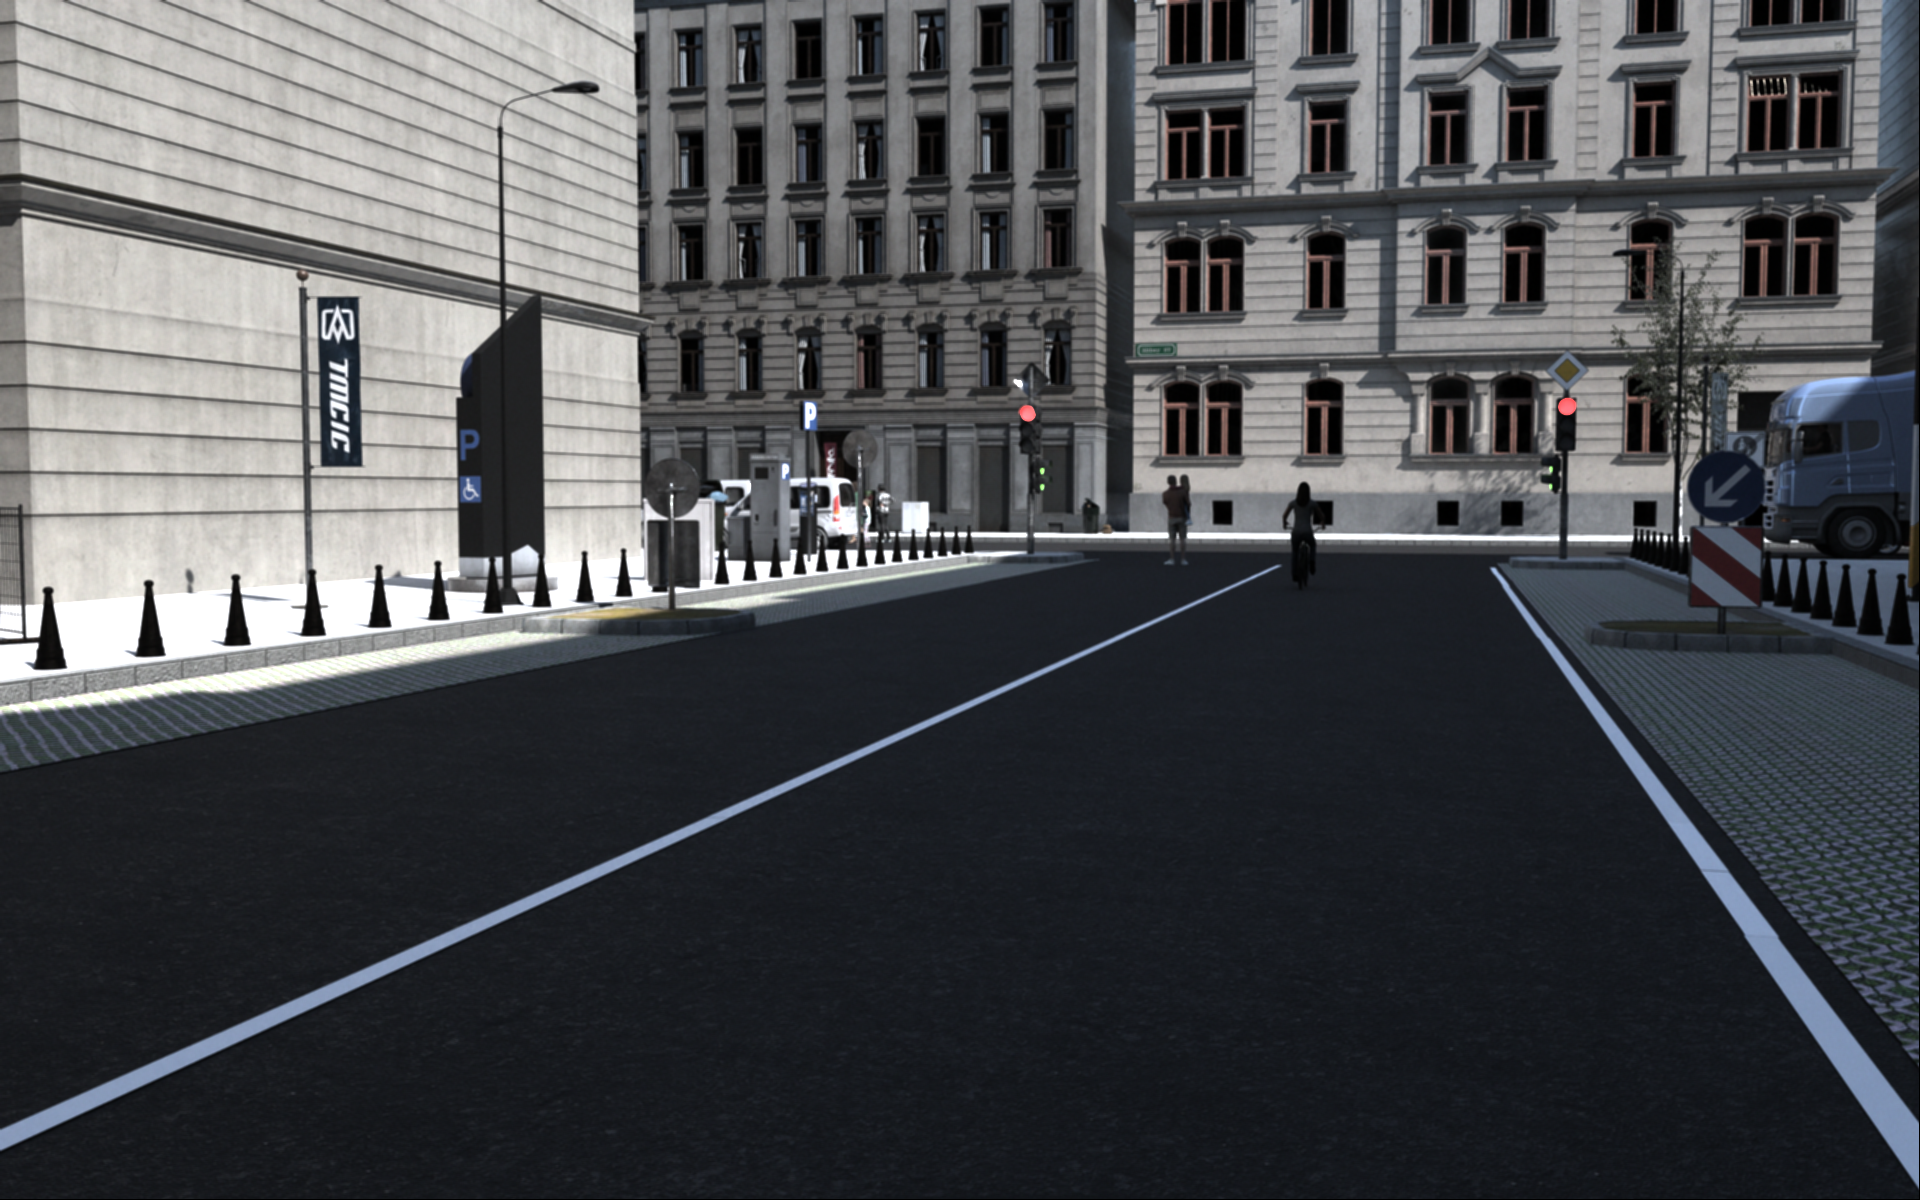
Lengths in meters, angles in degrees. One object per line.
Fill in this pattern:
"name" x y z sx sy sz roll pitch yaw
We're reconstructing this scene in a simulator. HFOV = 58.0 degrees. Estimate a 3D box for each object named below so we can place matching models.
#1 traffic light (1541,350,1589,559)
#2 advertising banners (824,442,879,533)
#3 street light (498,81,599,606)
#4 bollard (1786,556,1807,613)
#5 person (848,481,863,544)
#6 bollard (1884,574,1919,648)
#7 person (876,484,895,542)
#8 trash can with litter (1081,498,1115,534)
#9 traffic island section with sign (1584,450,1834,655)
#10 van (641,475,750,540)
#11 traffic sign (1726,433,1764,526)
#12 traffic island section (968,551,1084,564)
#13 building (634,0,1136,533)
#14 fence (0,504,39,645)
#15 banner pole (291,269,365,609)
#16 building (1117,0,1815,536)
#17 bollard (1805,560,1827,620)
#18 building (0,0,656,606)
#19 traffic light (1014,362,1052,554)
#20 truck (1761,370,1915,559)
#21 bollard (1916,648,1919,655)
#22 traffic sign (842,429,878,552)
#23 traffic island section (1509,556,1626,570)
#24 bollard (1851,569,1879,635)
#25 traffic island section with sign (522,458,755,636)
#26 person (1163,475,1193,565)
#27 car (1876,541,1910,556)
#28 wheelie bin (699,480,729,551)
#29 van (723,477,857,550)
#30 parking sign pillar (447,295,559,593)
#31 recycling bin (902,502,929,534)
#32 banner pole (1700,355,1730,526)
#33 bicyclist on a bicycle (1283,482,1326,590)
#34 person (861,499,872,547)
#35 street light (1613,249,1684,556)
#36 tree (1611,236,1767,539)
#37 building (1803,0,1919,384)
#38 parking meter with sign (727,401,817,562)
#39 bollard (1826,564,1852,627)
"traffic light" 11.851 -2.756 33.975 0.839 4.253 0.868 1 4 15
"advertising banners" -3.659 -3.777 57.947 2.074 3.025 0.090 2 4 26
"street light" -4.727 -2.888 19.767 1.470 5.913 1.316 1 4 15
"bollard" 9.137 -0.167 18.775 0.229 0.601 0.229 0 3 0
"person" -2.987 -2.509 49.769 0.529 1.795 0.600 -1 4 -16
"bollard" 8.036 0.076 14.800 0.229 0.601 0.229 0 3 0
"person" -2.268 -2.578 51.381 0.376 1.734 0.841 2 4 33
"trash can with litter" 4.444 -2.710 55.690 1.055 1.170 0.624 0 4 -2
"traffic island section with sign" 7.058 -0.482 16.515 1.989 1.847 2.006 1 4 15
"van" -7.712 -2.712 51.353 4.112 2.044 2.013 1 4 16
"traffic sign" 12.877 -1.611 28.473 0.606 2.300 0.079 2 4 23
"traffic island section" 1.485 -0.897 36.947 2.009 0.180 2.903 1 4 15
"building" -2.902 -13.062 62.712 18.267 20.994 9.793 1 4 15
"fence" -8.824 -0.268 15.588 2.264 1.192 0.480 3 5 43
"banner pole" -7.092 -1.797 19.393 0.863 3.779 0.401 0 4 2
"building" 17.975 -16.645 59.533 23.554 28.519 14.401 1 4 15
"bollard" 8.858 -0.107 17.787 0.229 0.601 0.229 0 3 0
"building" -29.204 -15.649 32.279 44.131 29.872 17.030 1 4 15
"traffic light" 1.521 -2.929 36.802 0.839 4.253 0.868 1 4 15
"truck" 26.382 -2.839 36.172 18.799 4.110 2.967 1 4 17
"bollard" 7.762 0.136 13.810 0.229 0.601 0.229 0 3 0
"traffic sign" -1.973 -2.069 33.933 0.768 2.556 0.104 1 4 22
"traffic island section" 11.886 -0.722 34.078 2.009 0.180 2.903 1 4 15
"bollard" 8.314 0.015 15.801 0.229 0.601 0.229 0 3 0
"traffic island section with sign" -3.279 -0.598 18.412 1.989 1.847 2.006 1 4 15
"person" 4.449 -1.632 35.157 0.580 1.828 0.573 -2 4 -34
"car" 22.995 -1.932 40.632 4.494 1.783 2.155 1 4 16
"wheelie bin" -5.631 -1.888 38.771 0.980 1.594 0.693 1 4 18
"van" -4.689 -2.275 44.202 4.112 2.044 2.013 1 4 16
"parking sign pillar" -6.106 -2.114 23.036 1.447 3.967 1.447 1 4 23
"recycling bin" -1.435 -2.629 55.532 0.722 1.027 0.722 1 4 14
"banner pole" 13.608 -2.527 31.340 0.863 3.779 0.401 -2 4 -29
"bicyclist on a bicycle" 5.235 -1.002 26.402 1.499 1.676 1.625 1 4 16
"person" -2.574 -2.102 47.146 0.394 1.301 0.425 -1 4 -23
"street light" 13.089 -3.693 32.925 1.470 5.913 1.316 1 4 15
"tree" 20.478 -6.033 49.001 4.360 8.622 3.978 0 3 0
"building" 40.706 -16.268 53.373 23.554 28.519 14.401 1 4 15
"parking meter with sign" -3.609 -2.242 32.926 1.738 3.016 0.543 1 4 23
"bollard" 8.585 -0.046 16.796 0.229 0.601 0.229 0 3 0
